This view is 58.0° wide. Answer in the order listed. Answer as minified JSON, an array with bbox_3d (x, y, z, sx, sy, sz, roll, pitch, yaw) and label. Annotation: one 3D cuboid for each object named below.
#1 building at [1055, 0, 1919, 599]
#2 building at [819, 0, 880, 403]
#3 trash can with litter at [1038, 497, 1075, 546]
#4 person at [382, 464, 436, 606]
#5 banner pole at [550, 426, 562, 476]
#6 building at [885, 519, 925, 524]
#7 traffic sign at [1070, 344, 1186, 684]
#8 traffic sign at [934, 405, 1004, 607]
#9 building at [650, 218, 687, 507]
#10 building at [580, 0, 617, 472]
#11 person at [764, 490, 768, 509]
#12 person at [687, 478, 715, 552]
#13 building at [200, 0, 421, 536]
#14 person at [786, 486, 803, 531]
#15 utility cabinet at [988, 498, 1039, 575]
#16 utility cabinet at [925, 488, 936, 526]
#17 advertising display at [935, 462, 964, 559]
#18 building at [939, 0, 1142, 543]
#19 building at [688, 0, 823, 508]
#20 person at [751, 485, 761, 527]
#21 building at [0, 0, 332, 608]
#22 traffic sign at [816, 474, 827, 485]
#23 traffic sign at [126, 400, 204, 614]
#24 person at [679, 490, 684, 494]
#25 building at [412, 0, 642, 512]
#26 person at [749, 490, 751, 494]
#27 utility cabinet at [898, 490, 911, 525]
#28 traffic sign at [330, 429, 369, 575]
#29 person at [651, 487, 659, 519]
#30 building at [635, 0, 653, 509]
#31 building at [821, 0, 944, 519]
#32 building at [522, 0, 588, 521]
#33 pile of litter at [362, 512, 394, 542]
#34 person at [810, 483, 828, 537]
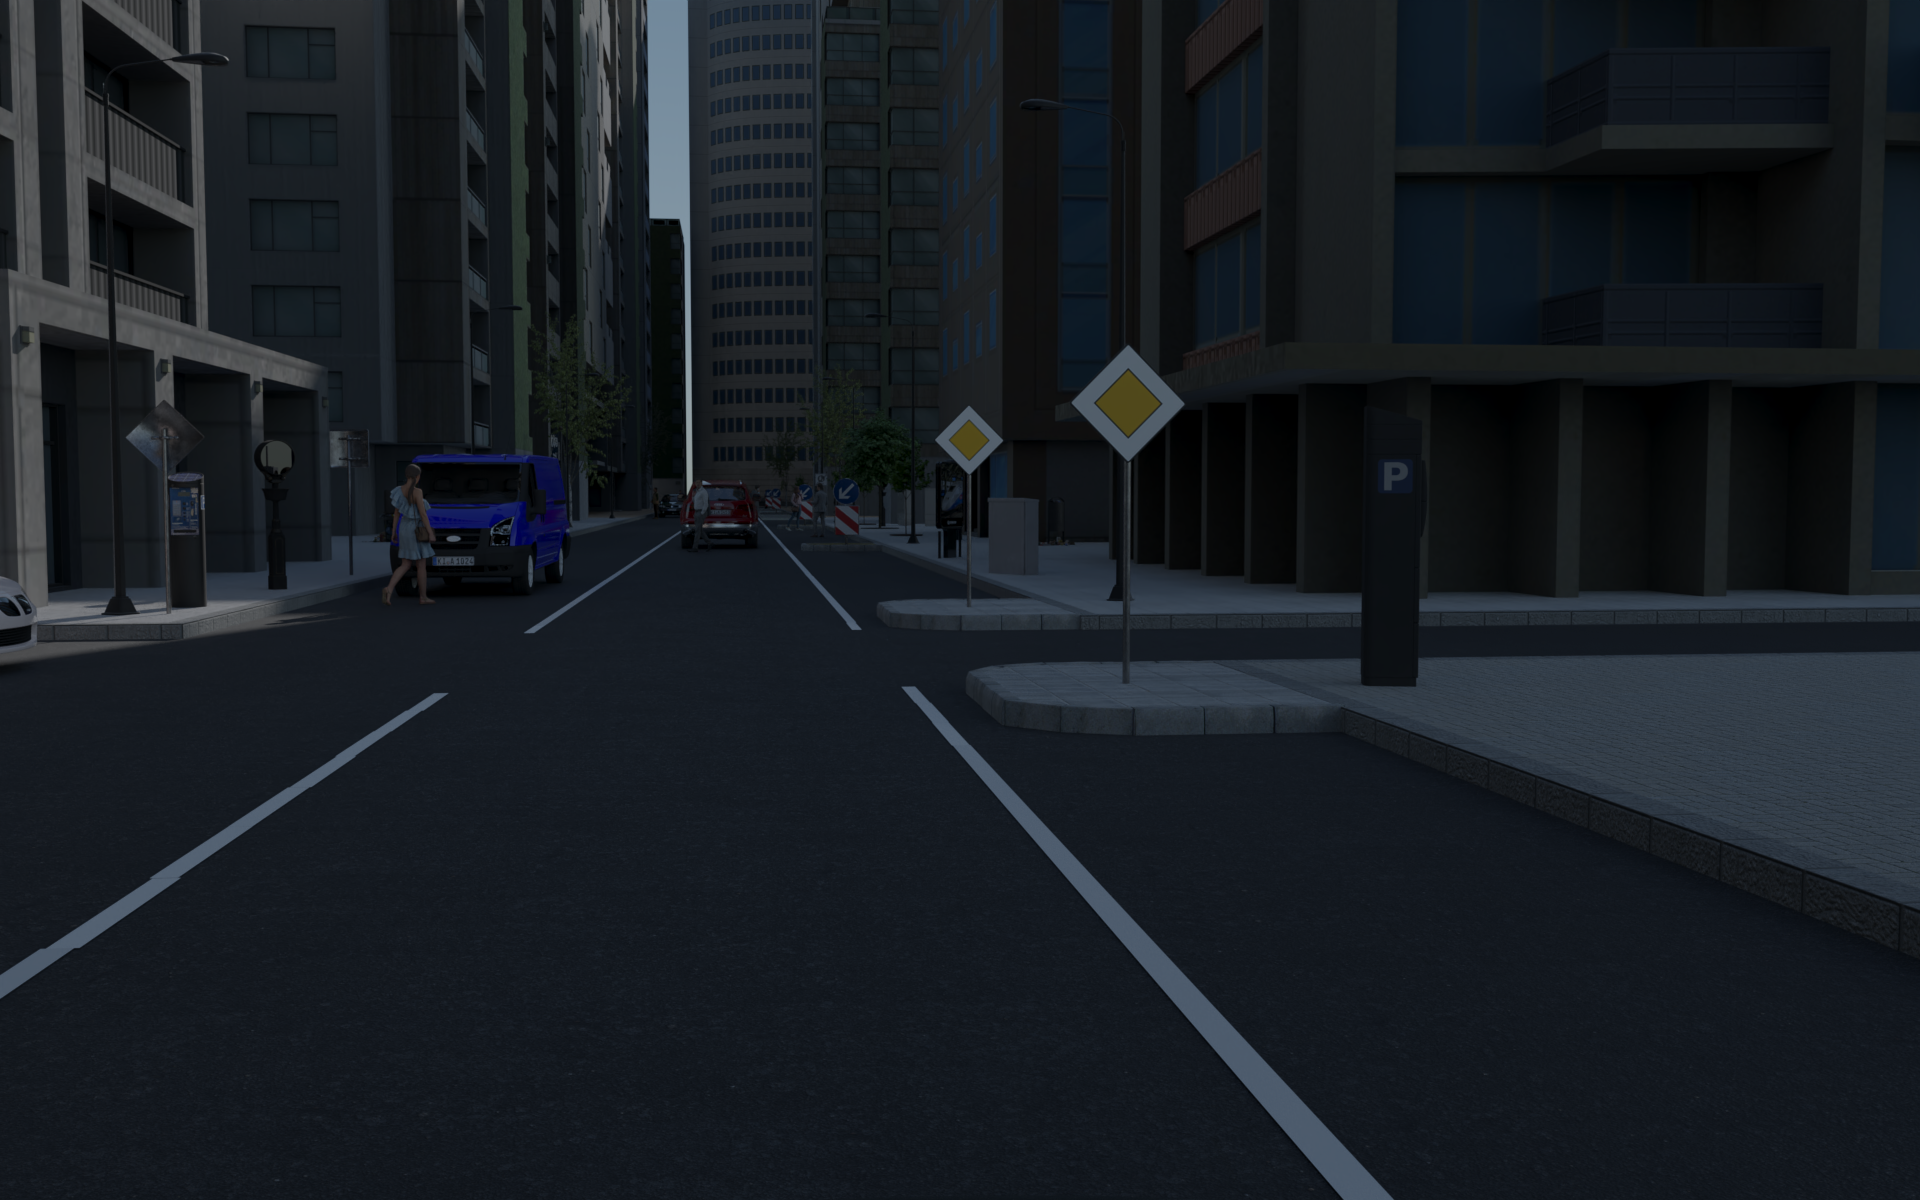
[{"bbox_3d":[16.641,-23.014,30.906,28.867,44.769,22.147,0,4,-7],"label":"building"},{"bbox_3d":[3.635,-32.985,128.541,28.713,52.752,27.495,0,4,-7],"label":"building"},{"bbox_3d":[2.047,-1.980,43.430,2.233,1.210,1.678,-3,4,-39],"label":"trash can with litter"},{"bbox_3d":[-7.031,-0.834,22.224,0.616,1.811,0.778,2,4,33],"label":"person"},{"bbox_3d":[-14.816,-4.510,63.762,0.401,3.779,0.863,1,4,23],"label":"banner pole"},{"bbox_3d":[3.125,-18.916,80.977,14.160,30.474,14.107,0,4,-7],"label":"building"},{"bbox_3d":[1.121,-0.491,11.663,0.795,2.450,0.064,0,4,-7],"label":"traffic sign"},{"bbox_3d":[0.099,-0.975,19.583,0.795,2.450,0.064,0,4,-7],"label":"traffic sign"},{"bbox_3d":[-36.043,-25.133,182.623,14.107,30.474,14.160,0,4,-7],"label":"building"},{"bbox_3d":[-35.450,-31.509,104.410,28.713,52.752,27.495,0,4,-7],"label":"building"},{"bbox_3d":[-17.886,-9.287,160.297,0.705,1.831,1.348,1,4,13],"label":"person"},{"bbox_3d":[-6.440,-2.098,42.897,0.850,1.850,0.679,-3,5,-40],"label":"person"},{"bbox_3d":[-22.353,-22.848,57.159,14.154,41.232,14.086,0,4,-7],"label":"building"},{"bbox_3d":[-6.458,-3.578,67.586,0.643,1.750,0.593,1,4,22],"label":"person"},{"bbox_3d":[0.859,-1.015,27.759,0.306,1.237,1.020,-2,4,-33],"label":"utility cabinet"},{"bbox_3d":[-0.807,-3.671,68.694,1.173,1.500,0.318,0,4,-1],"label":"utility cabinet"},{"bbox_3d":[-0.202,-1.810,34.815,0.123,1.923,0.974,2,4,29],"label":"advertising display"},{"bbox_3d":[7.036,-24.568,51.793,14.600,45.320,14.200,0,4,-7],"label":"building"},{"bbox_3d":[-15.157,-39.554,188.712,28.212,58.520,21.231,0,4,-7],"label":"building"},{"bbox_3d":[-8.862,-4.105,75.422,0.447,1.846,0.655,-2,4,-26],"label":"person"},{"bbox_3d":[-21.763,-35.933,25.751,20.563,71.187,20.611,0,4,-7],"label":"building"},{"bbox_3d":[-6.958,-5.185,86.898,0.606,2.300,0.079,0,4,-4],"label":"traffic sign"},{"bbox_3d":[-8.477,-0.909,18.501,0.795,2.450,0.064,0,4,-7],"label":"traffic sign"},{"bbox_3d":[-22.569,-8.057,140.674,0.683,1.767,0.568,-1,4,-17],"label":"person"},{"bbox_3d":[-31.030,-27.106,126.772,14.154,41.232,14.086,0,4,-7],"label":"building"},{"bbox_3d":[-17.639,-8.380,146.068,0.434,1.755,0.990,2,4,34],"label":"person"},{"bbox_3d":[-2.269,-3.774,70.388,0.318,1.500,1.173,-1,4,-15],"label":"utility cabinet"},{"bbox_3d":[-9.628,-1.542,27.338,0.606,2.300,0.079,0,4,-1],"label":"traffic sign"},{"bbox_3d":[-17.548,-5.573,99.718,0.705,1.812,1.348,-1,4,-23],"label":"person"},{"bbox_3d":[-41.981,-37.412,153.687,28.212,58.520,21.231,0,4,-7],"label":"building"},{"bbox_3d":[-1.631,-20.544,107.602,14.160,30.474,14.107,0,4,-7],"label":"building"},{"bbox_3d":[-24.974,-18.819,79.388,14.160,30.474,14.107,0,4,-7],"label":"building"},{"bbox_3d":[-15.140,-1.983,46.387,1.719,0.858,1.176,1,4,23],"label":"pile of litter"},{"bbox_3d":[-4.727,-2.997,57.701,0.583,1.804,0.606,2,4,34],"label":"person"}]
